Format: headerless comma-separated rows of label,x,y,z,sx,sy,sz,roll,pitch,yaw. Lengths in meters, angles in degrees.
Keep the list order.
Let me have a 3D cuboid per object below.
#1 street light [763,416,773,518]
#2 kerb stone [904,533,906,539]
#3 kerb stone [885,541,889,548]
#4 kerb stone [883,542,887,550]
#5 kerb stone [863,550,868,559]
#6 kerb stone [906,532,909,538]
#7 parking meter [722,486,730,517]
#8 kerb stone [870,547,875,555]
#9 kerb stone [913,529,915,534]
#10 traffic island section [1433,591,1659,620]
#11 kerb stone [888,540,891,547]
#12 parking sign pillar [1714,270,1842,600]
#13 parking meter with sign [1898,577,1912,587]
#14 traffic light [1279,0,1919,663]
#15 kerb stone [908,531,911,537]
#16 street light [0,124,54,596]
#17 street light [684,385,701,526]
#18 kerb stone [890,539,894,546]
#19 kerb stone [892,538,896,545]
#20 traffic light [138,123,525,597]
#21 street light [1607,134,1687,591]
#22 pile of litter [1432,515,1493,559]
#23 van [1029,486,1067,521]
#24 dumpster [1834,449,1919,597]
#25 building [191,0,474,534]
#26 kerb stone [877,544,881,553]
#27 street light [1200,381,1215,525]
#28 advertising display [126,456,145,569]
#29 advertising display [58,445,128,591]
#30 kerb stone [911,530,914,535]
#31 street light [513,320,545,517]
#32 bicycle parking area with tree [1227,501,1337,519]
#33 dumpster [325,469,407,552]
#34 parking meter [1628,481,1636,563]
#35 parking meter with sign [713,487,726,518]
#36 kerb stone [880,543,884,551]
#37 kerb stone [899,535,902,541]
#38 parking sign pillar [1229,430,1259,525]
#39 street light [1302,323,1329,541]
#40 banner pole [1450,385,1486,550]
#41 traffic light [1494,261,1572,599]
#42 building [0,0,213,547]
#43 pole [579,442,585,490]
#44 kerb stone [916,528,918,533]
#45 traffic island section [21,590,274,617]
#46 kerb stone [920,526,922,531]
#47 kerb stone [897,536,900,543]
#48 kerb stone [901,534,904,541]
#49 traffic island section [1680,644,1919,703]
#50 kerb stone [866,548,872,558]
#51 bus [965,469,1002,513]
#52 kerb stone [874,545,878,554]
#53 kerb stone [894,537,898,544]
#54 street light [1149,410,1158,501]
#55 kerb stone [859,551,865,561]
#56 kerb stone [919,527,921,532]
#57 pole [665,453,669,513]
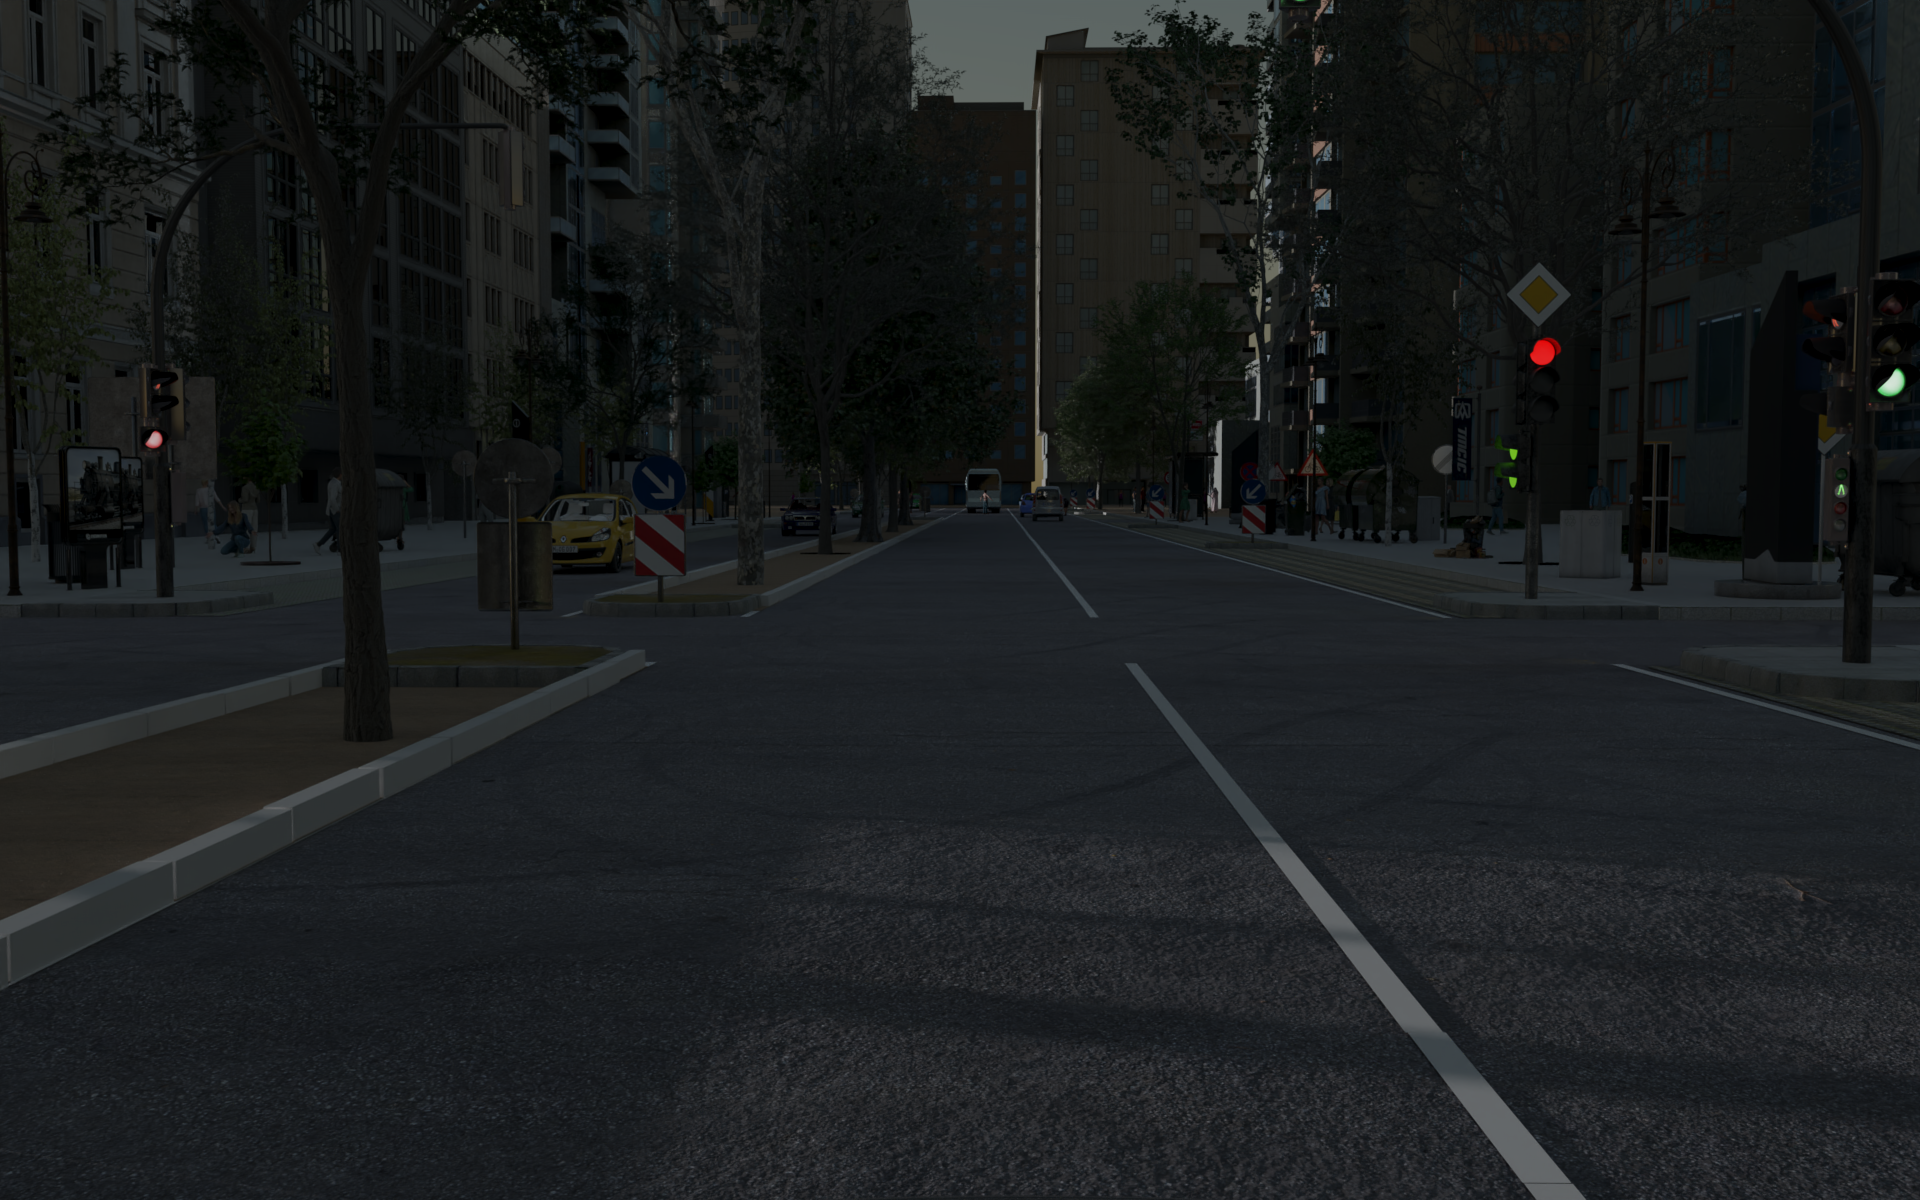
street light,-10.426,-7.456,94.688,0.468,5.910,1.993,0,4,1
kerb stone,-1.829,-1.897,53.215,0.120,0.150,1.000,0,4,1
kerb stone,-2.003,-1.396,45.014,0.120,0.150,1.000,0,4,1
kerb stone,-2.018,-1.333,43.987,0.120,0.150,1.000,0,4,1
kerb stone,-2.152,-0.956,37.820,0.120,0.150,1.000,0,4,1
kerb stone,-1.792,-2.023,55.270,0.120,0.150,1.000,0,4,1
parking meter,-13.113,-5.577,96.900,0.399,1.863,0.255,-2,4,-32
kerb stone,-2.114,-1.082,39.887,0.120,0.150,1.000,0,4,1
kerb stone,-1.711,-2.274,59.375,0.120,0.150,1.000,0,4,1
traffic island section,7.020,0.065,21.219,2.009,0.180,2.903,0,4,1
kerb stone,-1.984,-1.458,46.037,0.120,0.150,1.000,0,4,1
parking sign pillar,10.233,-2.025,21.581,1.447,3.967,1.447,0,4,8
parking meter with sign,13.969,-1.698,24.026,1.738,3.016,0.543,0,4,-8
traffic light,4.721,-2.346,13.025,4.771,5.953,1.251,0,4,1
kerb stone,-1.772,-2.085,56.292,0.120,0.150,1.000,0,4,1
street light,-11.954,-2.993,21.725,0.468,5.910,1.993,0,4,1
street light,-10.854,-5.969,70.380,0.468,5.910,1.993,0,4,1
kerb stone,-1.959,-1.521,47.063,0.120,0.150,1.000,0,4,1
kerb stone,-1.941,-1.582,48.094,0.120,0.150,1.000,0,4,1
traffic light,-7.785,-2.860,21.430,4.771,5.953,1.251,0,4,1
street light,8.975,-3.058,22.784,0.468,5.910,1.993,0,4,1
pile of litter,10.156,-1.287,35.004,1.176,0.858,1.719,1,4,12
van,4.688,-5.213,92.242,2.013,2.044,4.112,0,4,3
dumpster,12.214,-1.008,22.234,1.264,1.857,1.865,0,4,1
building,-28.648,-16.572,64.459,14.314,27.812,24.014,0,4,1
kerb stone,-2.061,-1.208,41.943,0.120,0.150,1.000,0,4,1
street light,10.134,-6.009,71.030,0.468,5.910,1.993,0,4,1
advertising display,-14.262,-1.490,29.572,0.123,1.923,0.974,0,4,6
advertising display,-11.728,-1.113,23.411,0.123,1.923,0.974,1,4,18
kerb stone,-1.727,-2.210,58.345,0.120,0.150,1.000,0,4,1
street light,-11.424,-4.483,46.090,0.468,5.910,1.993,0,4,1
bicycle parking area with tree,17.848,-6.337,90.606,8.231,4.147,9.016,1,4,19
dumpster,-13.273,-2.017,38.732,1.264,1.857,1.865,0,4,1
parking meter,12.666,-1.459,32.273,0.372,1.533,0.369,0,3,0
parking meter with sign,-13.091,-5.920,93.060,0.543,3.016,1.738,1,4,15
kerb stone,-2.050,-1.267,42.965,0.120,0.150,1.000,0,4,1
kerb stone,-1.876,-1.772,51.160,0.120,0.150,1.000,0,4,1
parking sign pillar,12.151,-5.198,73.461,1.447,3.967,1.447,-3,5,-43
street light,9.609,-4.533,46.906,0.468,5.910,1.993,0,4,1
banner pole,11.643,-3.036,39.661,0.863,3.779,0.401,0,4,-6
traffic light,6.980,-1.969,21.106,0.839,4.253,0.868,0,4,1
building,-29.299,-15.689,42.415,13.634,28.700,20.117,0,4,1
pole,-14.692,-4.499,67.410,0.158,3.312,0.155,0,3,0
kerb stone,-1.662,-2.397,61.419,0.120,0.150,1.000,0,4,1
traffic island section,-9.918,0.043,21.574,2.009,0.180,2.903,0,4,1
kerb stone,-1.599,-2.580,64.497,0.120,0.150,1.000,0,4,1
kerb stone,-1.892,-1.709,50.138,0.120,0.150,1.000,0,4,1
kerb stone,-1.861,-1.835,52.194,0.120,0.150,1.000,0,4,1
traffic island section,6.854,0.553,13.236,2.009,0.180,2.903,0,4,1
kerb stone,-2.132,-1.018,38.842,0.120,0.150,1.000,0,4,1
bus,1.814,-8.431,132.706,2.948,3.499,13.247,0,4,1
kerb stone,-2.088,-1.143,40.915,0.120,0.150,1.000,0,4,1
kerb stone,-1.912,-1.647,49.116,0.120,0.150,1.000,0,4,1
street light,10.645,-7.498,95.386,0.468,5.910,1.993,0,4,1
kerb stone,-2.178,-0.893,36.797,0.120,0.150,1.000,0,4,1
kerb stone,-1.618,-2.520,63.474,0.120,0.150,1.000,0,4,1
pole,-14.479,-5.607,85.518,0.158,3.312,0.155,0,3,0
